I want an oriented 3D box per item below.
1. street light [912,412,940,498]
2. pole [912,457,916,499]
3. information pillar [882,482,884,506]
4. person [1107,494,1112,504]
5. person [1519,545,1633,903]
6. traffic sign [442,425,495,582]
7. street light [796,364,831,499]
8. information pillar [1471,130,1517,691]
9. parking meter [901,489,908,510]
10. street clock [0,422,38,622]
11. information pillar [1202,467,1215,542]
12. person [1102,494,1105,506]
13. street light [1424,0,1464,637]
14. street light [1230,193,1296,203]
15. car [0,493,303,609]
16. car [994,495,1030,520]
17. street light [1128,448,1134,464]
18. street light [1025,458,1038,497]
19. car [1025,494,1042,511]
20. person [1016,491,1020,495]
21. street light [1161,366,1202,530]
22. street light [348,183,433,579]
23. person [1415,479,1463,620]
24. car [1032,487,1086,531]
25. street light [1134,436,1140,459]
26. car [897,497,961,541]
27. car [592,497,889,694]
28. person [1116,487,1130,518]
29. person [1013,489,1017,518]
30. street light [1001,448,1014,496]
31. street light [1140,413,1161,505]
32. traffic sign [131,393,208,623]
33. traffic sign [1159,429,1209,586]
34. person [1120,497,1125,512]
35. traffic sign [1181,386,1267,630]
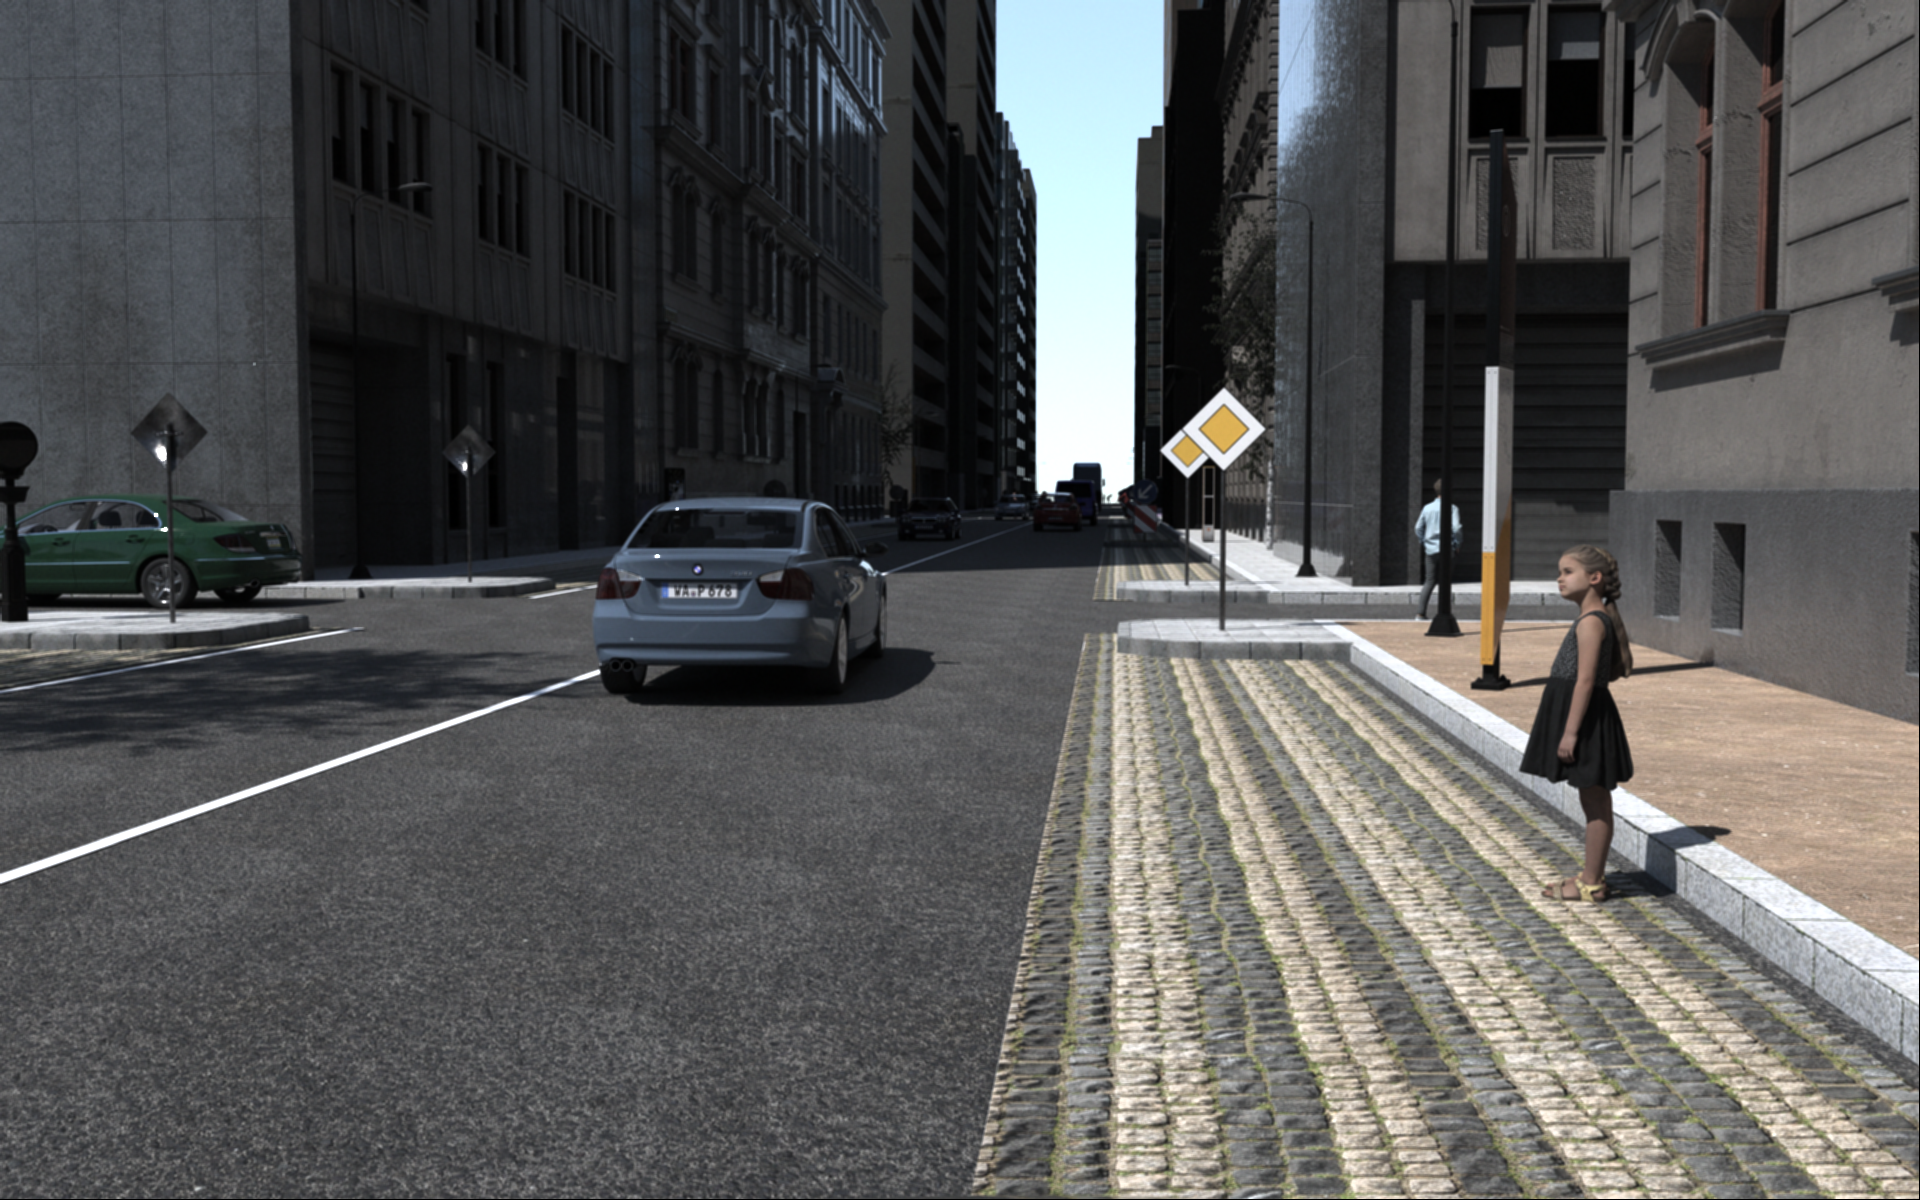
[{"bbox_3d":[-1.863,-7.878,101.348,1.470,5.913,1.316,0,4,5],"label":"street light"},{"bbox_3d":[-2.533,-6.198,95.186,0.158,3.312,0.155,0,3,0],"label":"pole"},{"bbox_3d":[-4.368,-5.609,96.200,0.304,2.012,0.304,-1,4,-12],"label":"information pillar"},{"bbox_3d":[21.850,-14.742,252.720,0.799,1.438,0.628,-1,4,-11],"label":"person"},{"bbox_3d":[2.171,0.433,6.090,0.373,1.253,0.362,2,4,25],"label":"person"},{"bbox_3d":[-7.126,-1.315,25.138,0.795,2.450,0.064,0,4,5],"label":"traffic sign"},{"bbox_3d":[-5.293,-5.468,61.935,1.470,5.913,1.316,0,4,5],"label":"street light"},{"bbox_3d":[3.559,-1.228,11.440,0.183,3.616,0.504,2,4,29],"label":"information pillar"},{"bbox_3d":[-2.923,-5.052,91.011,0.372,1.533,0.369,0,3,0],"label":"parking meter"},{"bbox_3d":[-9.532,-0.785,17.401,0.358,2.002,0.471,3,5,39],"label":"street clock"},{"bbox_3d":[6.636,-2.556,46.279,0.304,2.012,0.304,0,4,3],"label":"information pillar"},{"bbox_3d":[17.933,-12.536,216.681,0.599,1.433,0.991,-1,4,-18],"label":"person"},{"bbox_3d":[3.852,-2.633,15.585,1.470,5.913,1.316,0,4,5],"label":"street light"},{"bbox_3d":[4.859,-3.320,26.830,1.470,5.913,1.316,0,4,5],"label":"street light"},{"bbox_3d":[-11.121,-0.657,22.542,4.920,1.459,2.131,0,4,7],"label":"car"},{"bbox_3d":[2.891,-5.106,95.481,2.014,1.417,4.499,0,4,5],"label":"car"},{"bbox_3d":[18.999,-13.036,185.683,1.470,5.913,1.316,0,4,5],"label":"street light"},{"bbox_3d":[8.862,-15.146,220.170,1.470,5.913,1.316,0,4,5],"label":"street light"},{"bbox_3d":[5.734,-7.525,132.815,2.009,1.686,4.222,0,4,4],"label":"car"},{"bbox_3d":[5.195,-8.861,154.063,1.217,1.739,0.721,-2,4,-29],"label":"person"},{"bbox_3d":[8.117,-5.512,62.666,1.470,5.913,1.316,0,4,5],"label":"street light"},{"bbox_3d":[-8.563,-3.273,26.060,1.470,5.913,1.316,0,4,5],"label":"street light"},{"bbox_3d":[5.270,-0.530,18.972,0.330,1.601,0.589,-2,4,-34],"label":"person"},{"bbox_3d":[3.857,-3.609,68.053,2.155,1.783,4.494,0,4,6],"label":"car"},{"bbox_3d":[14.907,-10.177,138.939,1.470,5.913,1.316,0,4,5],"label":"street light"},{"bbox_3d":[-0.943,-2.568,54.570,1.945,1.354,3.894,0,4,5],"label":"car"},{"bbox_3d":[-1.620,-0.106,13.737,2.014,1.417,4.499,0,4,3],"label":"car"},{"bbox_3d":[10.046,-5.841,103.936,1.348,1.831,0.705,0,4,-4],"label":"person"},{"bbox_3d":[3.301,-5.658,101.716,0.721,1.736,1.217,0,4,1],"label":"person"},{"bbox_3d":[4.683,-12.333,174.188,1.470,5.913,1.316,0,4,5],"label":"street light"},{"bbox_3d":[11.651,-7.985,103.103,1.470,5.913,1.316,0,4,5],"label":"street light"},{"bbox_3d":[-7.836,-0.828,17.184,0.795,2.450,0.064,0,4,5],"label":"traffic sign"},{"bbox_3d":[3.175,-1.257,24.202,0.795,2.450,0.064,0,4,5],"label":"traffic sign"},{"bbox_3d":[12.524,-7.579,132.373,0.705,1.831,1.348,0,4,-8],"label":"person"},{"bbox_3d":[2.466,-0.771,16.248,0.795,2.450,0.064,0,4,5],"label":"traffic sign"}]
